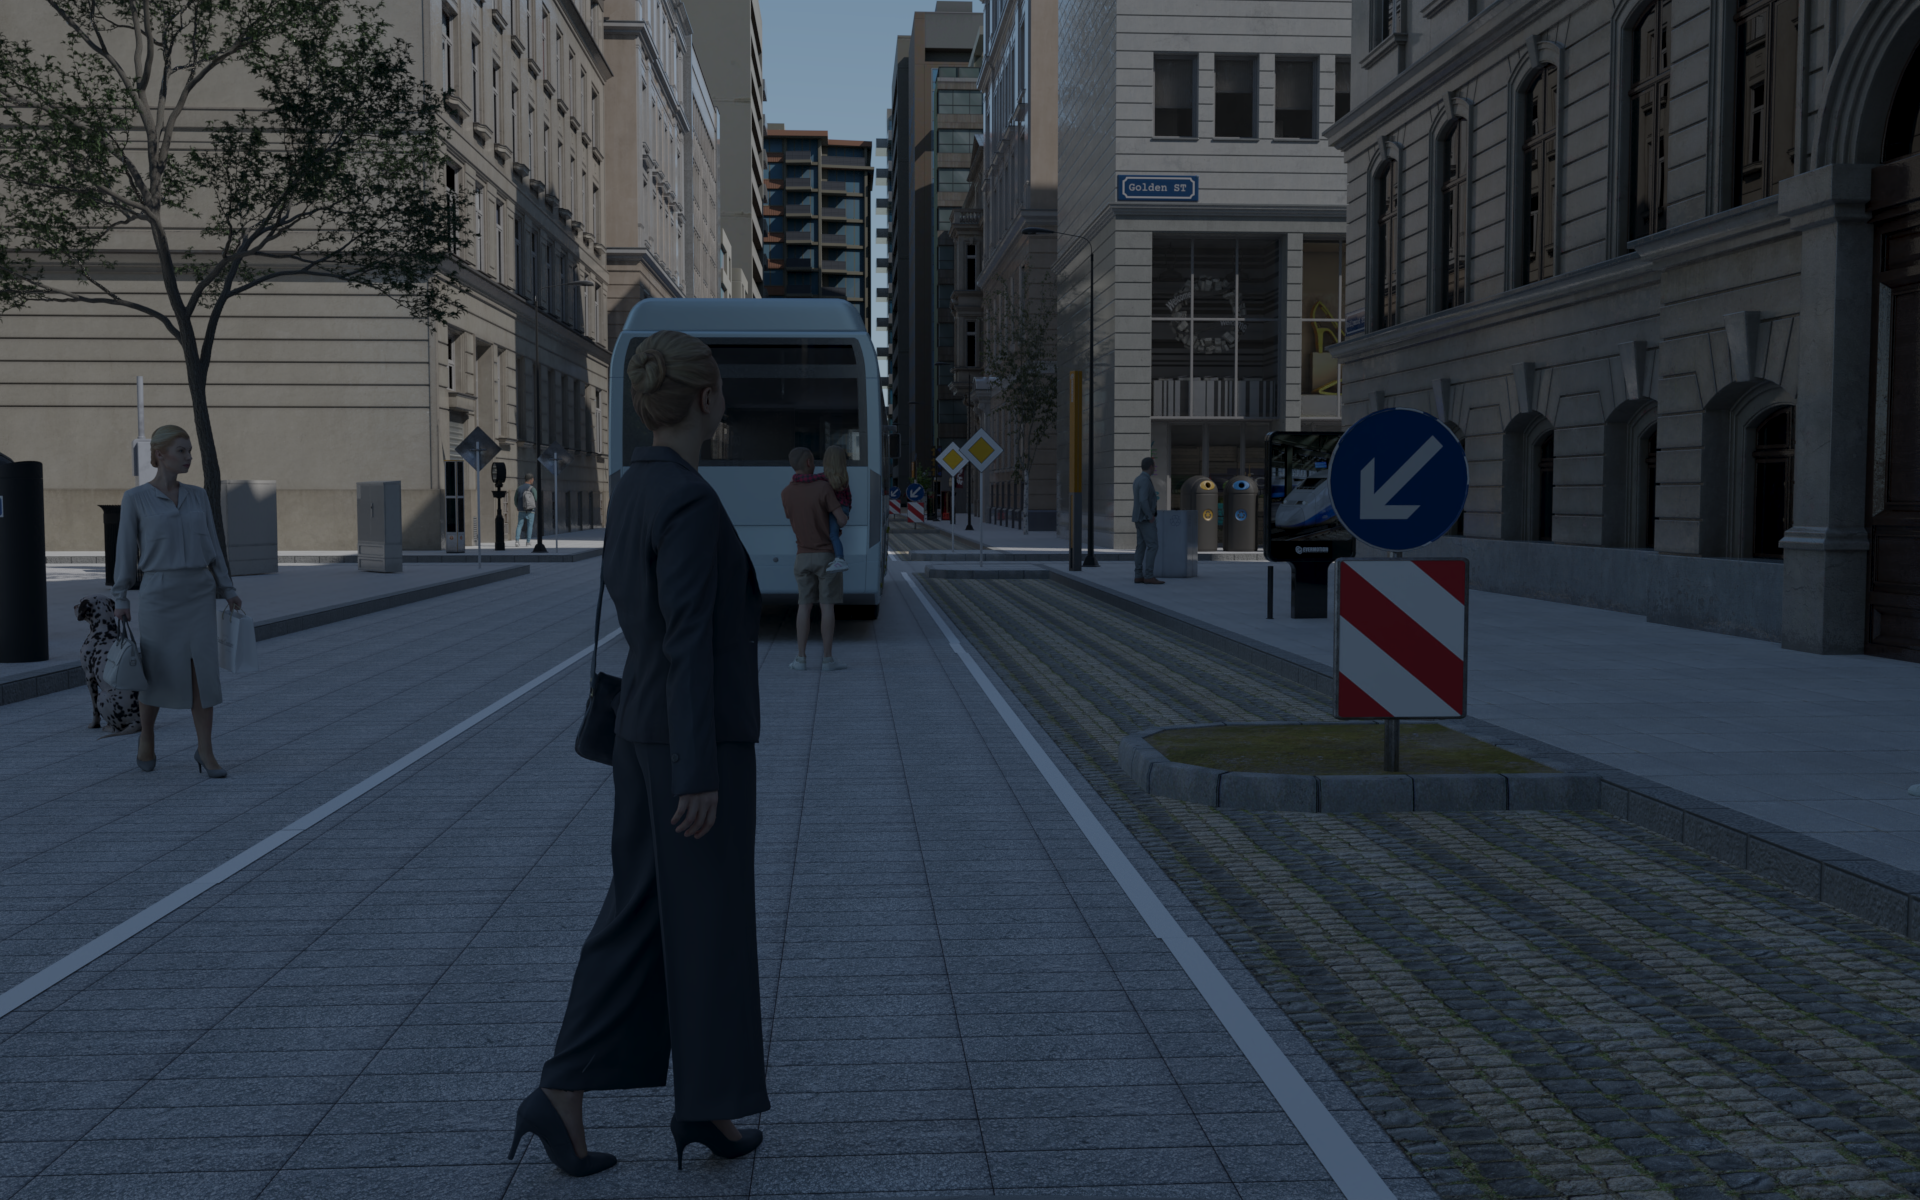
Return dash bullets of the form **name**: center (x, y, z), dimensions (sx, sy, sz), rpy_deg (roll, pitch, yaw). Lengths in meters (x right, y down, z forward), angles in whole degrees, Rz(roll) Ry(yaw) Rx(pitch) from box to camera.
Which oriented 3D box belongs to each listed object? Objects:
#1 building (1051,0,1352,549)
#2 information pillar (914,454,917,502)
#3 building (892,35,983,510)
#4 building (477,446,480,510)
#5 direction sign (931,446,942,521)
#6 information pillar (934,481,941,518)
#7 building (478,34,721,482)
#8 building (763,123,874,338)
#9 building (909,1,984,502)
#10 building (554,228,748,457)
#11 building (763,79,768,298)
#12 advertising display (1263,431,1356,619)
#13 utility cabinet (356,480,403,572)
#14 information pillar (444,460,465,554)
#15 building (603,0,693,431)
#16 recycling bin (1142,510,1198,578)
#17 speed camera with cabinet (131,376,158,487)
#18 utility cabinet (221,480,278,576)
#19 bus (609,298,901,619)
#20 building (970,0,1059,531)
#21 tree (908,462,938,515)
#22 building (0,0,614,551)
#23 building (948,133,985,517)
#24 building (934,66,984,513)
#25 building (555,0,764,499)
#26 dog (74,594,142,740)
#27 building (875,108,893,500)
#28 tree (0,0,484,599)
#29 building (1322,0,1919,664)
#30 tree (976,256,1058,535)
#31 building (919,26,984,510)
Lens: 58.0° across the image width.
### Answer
- **building**: center (17.899, -16.395, 45.559), dimensions (29.804, 29.767, 11.434), rpy_deg (0, 4, -4)
- **information pillar**: center (-2.564, -6.662, 100.275), dimensions (0.183, 3.616, 0.504), rpy_deg (0, 4, 7)
- **building**: center (3.965, -33.883, 177.694), dimensions (21.300, 48.544, 21.600), rpy_deg (0, 4, -4)
- **building**: center (-60.972, -33.599, 173.042), dimensions (21.600, 48.544, 21.300), rpy_deg (0, 4, -4)
- **direction sign**: center (-1.103, -5.456, 81.198), dimensions (0.379, 3.537, 0.876), rpy_deg (-2, 4, -34)
- **information pillar**: center (-1.241, -5.521, 94.767), dimensions (0.304, 2.012, 0.304), rpy_deg (-3, 4, -38)
- **building**: center (-20.233, -17.109, 97.750), dimensions (12.078, 24.808, 19.932), rpy_deg (0, 4, -4)
- **building**: center (-24.758, -33.797, 207.207), dimensions (28.867, 44.769, 22.147), rpy_deg (0, 4, -4)
- **building**: center (2.453, -31.173, 159.787), dimensions (14.600, 45.320, 14.200), rpy_deg (0, 4, -4)
- **building**: center (-30.126, -17.197, 126.202), dimensions (27.650, 21.520, 28.899), rpy_deg (0, 4, -4)
- **building**: center (-34.837, -33.939, 174.510), dimensions (30.456, 49.044, 23.786), rpy_deg (0, 4, -4)
- **advertising display**: center (3.604, -0.771, 17.824), dimensions (0.974, 1.923, 0.123), rpy_deg (-1, 4, -12)
- **utility cabinet**: center (-9.541, -1.207, 28.416), dimensions (0.318, 1.500, 1.173), rpy_deg (-3, 5, -40)
- **information pillar**: center (-10.932, -2.017, 37.477), dimensions (0.304, 2.012, 0.304), rpy_deg (1, 4, 16)
- **building**: center (-19.393, -17.819, 77.239), dimensions (13.634, 28.700, 20.117), rpy_deg (0, 4, -4)
- **recycling bin**: center (3.248, -0.871, 26.798), dimensions (0.722, 1.027, 0.722), rpy_deg (1, 4, 23)
- **speed camera with cabinet**: center (-13.251, -2.099, 28.648), dimensions (0.660, 3.252, 2.038), rpy_deg (-2, 4, -30)
- **utility cabinet**: center (-11.296, -1.142, 27.351), dimensions (0.318, 1.500, 1.173), rpy_deg (1, 4, 16)
- **bus**: center (-2.251, -1.715, 22.904), dimensions (2.948, 3.499, 13.247), rpy_deg (0, 4, -2)
- **building**: center (7.841, -17.311, 68.944), dimensions (13.634, 28.700, 20.117), rpy_deg (0, 4, -4)
- **tree**: center (-2.460, -6.754, 105.023), dimensions (1.663, 3.219, 1.824), rpy_deg (0, 3, 0)
- **building**: center (-19.952, -13.394, 52.282), dimensions (16.112, 22.955, 30.059), rpy_deg (0, 4, -4)
- **building**: center (6.656, -16.980, 96.713), dimensions (14.460, 24.649, 34.723), rpy_deg (0, 4, -4)
- **building**: center (5.080, -21.376, 121.202), dimensions (14.160, 30.474, 14.107), rpy_deg (0, 4, -4)
- **building**: center (-28.286, -32.236, 150.756), dimensions (21.300, 48.544, 21.600), rpy_deg (0, 4, -4)
- **dog**: center (-5.136, 0.392, 10.425), dimensions (0.513, 0.831, 0.800), rpy_deg (-1, 4, -14)
- **building**: center (5.029, -36.109, 209.985), dimensions (30.456, 49.044, 23.786), rpy_deg (0, 4, -4)
- **tree**: center (-9.370, -5.307, 21.175), dimensions (7.601, 10.594, 8.767), rpy_deg (2, 4, 28)
- **building**: center (12.709, -11.823, 12.386), dimensions (14.460, 24.649, 34.723), rpy_deg (0, 4, -4)
- **tree**: center (2.286, -6.379, 54.653), dimensions (4.360, 8.622, 3.978), rpy_deg (0, 3, 0)
- **building**: center (12.995, -27.437, 140.483), dimensions (32.217, 40.220, 23.993), rpy_deg (0, 4, -4)
